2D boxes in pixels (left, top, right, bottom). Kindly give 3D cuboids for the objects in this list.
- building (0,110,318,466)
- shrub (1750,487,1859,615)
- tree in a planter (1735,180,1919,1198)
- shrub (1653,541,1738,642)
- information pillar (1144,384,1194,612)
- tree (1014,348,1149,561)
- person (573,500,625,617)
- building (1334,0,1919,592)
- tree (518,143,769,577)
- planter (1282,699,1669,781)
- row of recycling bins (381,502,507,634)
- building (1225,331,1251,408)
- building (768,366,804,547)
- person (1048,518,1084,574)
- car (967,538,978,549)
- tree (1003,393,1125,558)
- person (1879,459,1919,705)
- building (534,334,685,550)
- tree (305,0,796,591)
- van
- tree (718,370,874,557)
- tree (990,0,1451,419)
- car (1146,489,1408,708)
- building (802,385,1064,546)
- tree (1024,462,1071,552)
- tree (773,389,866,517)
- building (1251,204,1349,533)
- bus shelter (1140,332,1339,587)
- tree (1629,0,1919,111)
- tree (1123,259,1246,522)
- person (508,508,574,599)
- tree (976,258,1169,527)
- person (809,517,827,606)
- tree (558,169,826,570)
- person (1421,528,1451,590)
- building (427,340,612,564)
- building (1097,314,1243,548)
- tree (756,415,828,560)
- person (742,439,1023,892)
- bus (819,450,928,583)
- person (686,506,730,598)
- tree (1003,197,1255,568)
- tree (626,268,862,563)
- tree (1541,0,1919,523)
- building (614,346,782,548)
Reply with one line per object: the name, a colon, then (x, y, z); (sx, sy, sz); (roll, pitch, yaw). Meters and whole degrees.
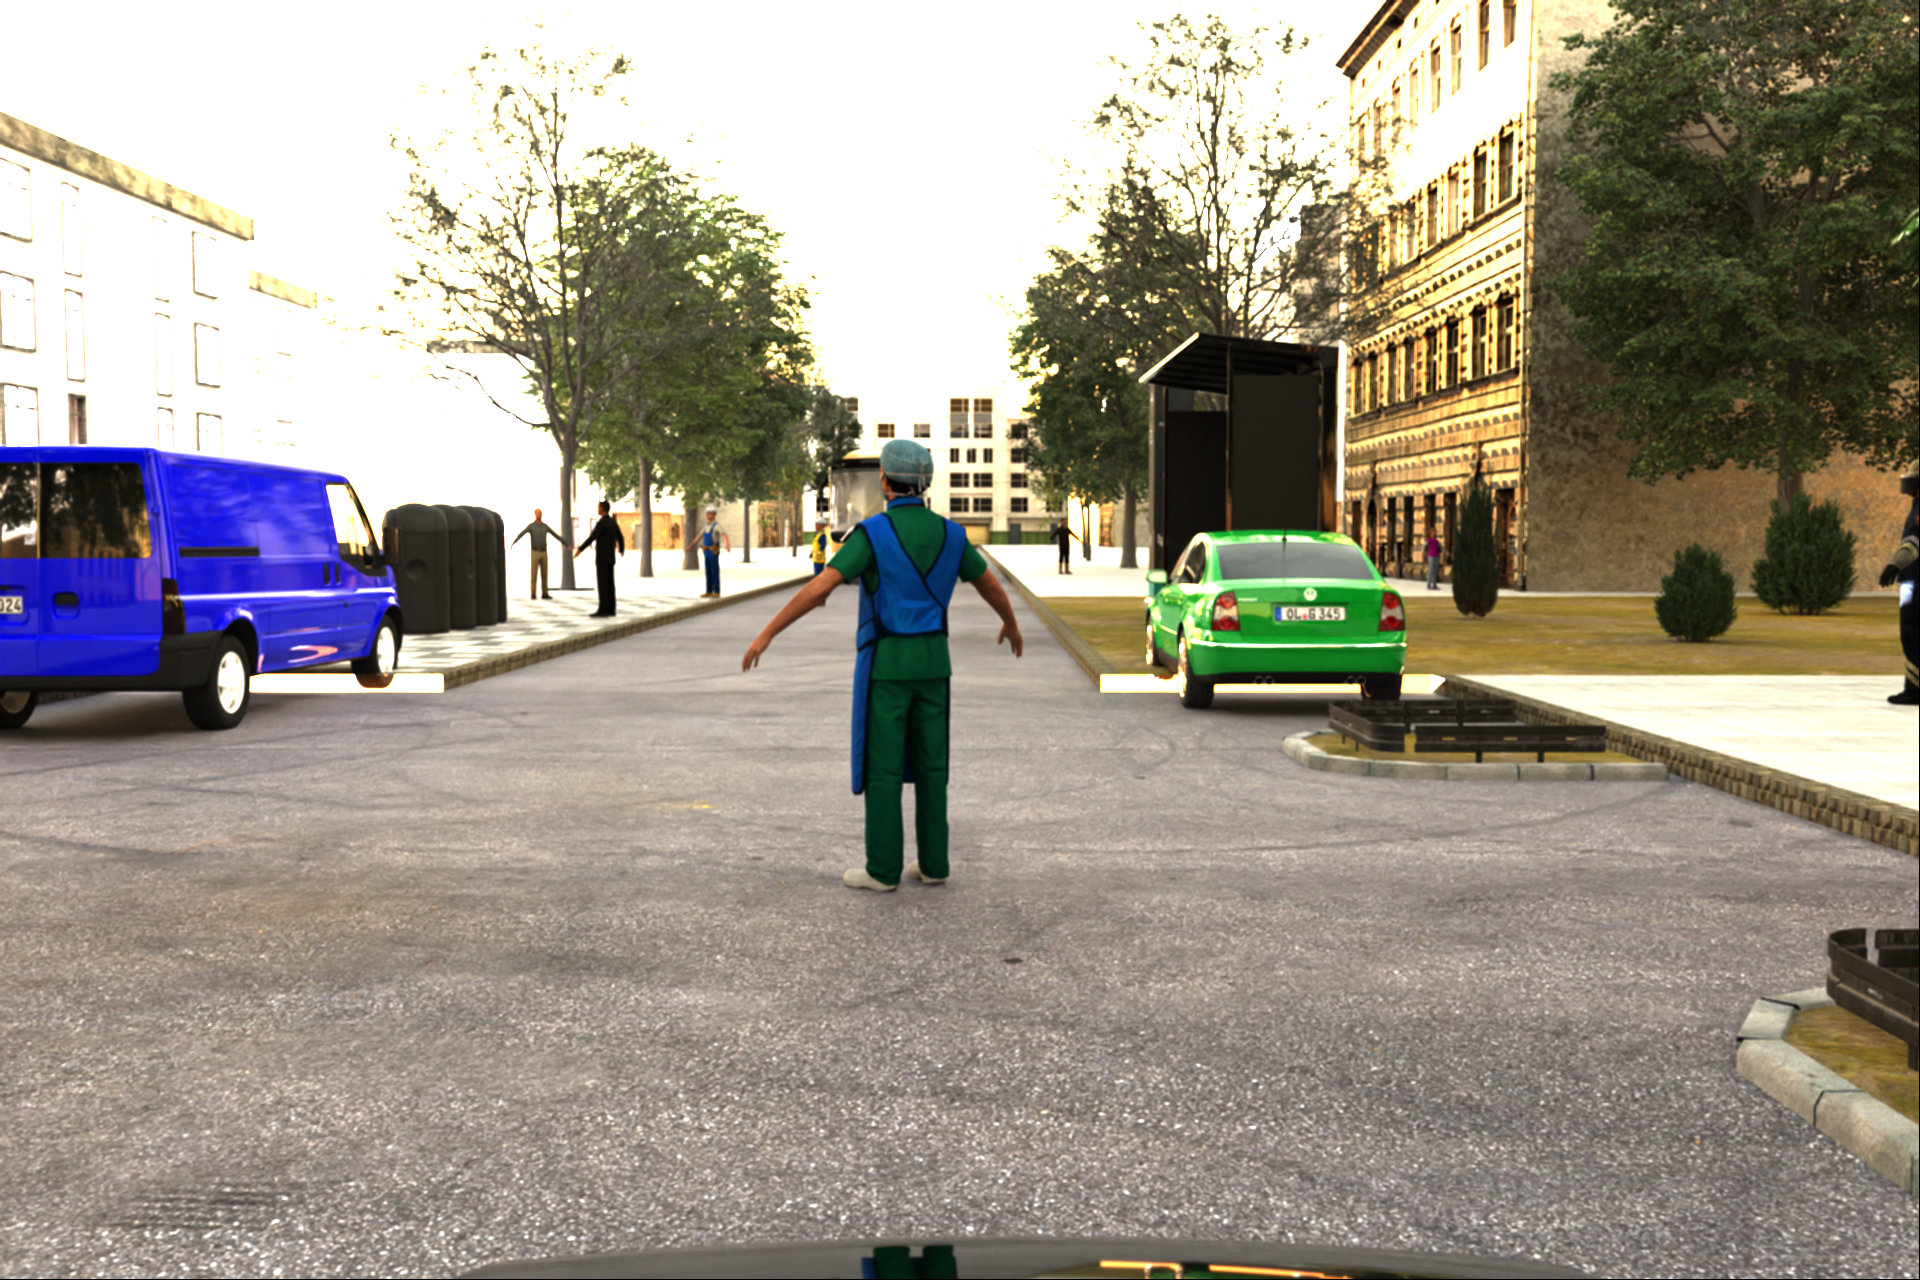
building: (-23.296, -6.371, 46.313); (9.099, 9.664, 28.070); (0, 4, 1)
shrub: (13.425, -1.415, 27.557); (1.690, 2.028, 1.600); (0, 3, 0)
tree in a planter: (3.057, -0.422, 4.127); (1.991, 3.239, 1.994); (0, 4, 0)
shrub: (8.768, -0.582, 20.633); (1.383, 1.207, 1.383); (0, 3, 0)
information pillar: (3.437, -2.378, 28.251); (0.750, 3.857, 0.750); (0, 4, -2)
tree: (6.341, -9.041, 82.225); (8.767, 10.594, 7.601); (3, 4, 38)
person: (-5.541, -1.266, 26.922); (0.704, 1.802, 1.346); (1, 4, 21)
building: (21.694, -13.194, 46.658); (19.493, 23.208, 18.063); (0, 3, 0)
tree: (-9.746, -8.146, 51.321); (7.486, 12.596, 7.792); (0, 3, 0)
planter: (3.121, 0.617, 11.051); (1.991, 0.319, 1.994); (0, 4, 0)
row of recycling bins: (-7.012, -1.023, 23.841); (1.069, 1.692, 3.534); (0, 4, 1)
building: (25.244, -18.374, 156.829); (16.016, 20.090, 11.380); (0, 4, 1)
building: (-26.582, -21.510, 182.616); (19.493, 23.208, 18.063); (0, 4, 0)
person: (3.370, -3.029, 55.669); (1.346, 1.812, 0.704); (-2, 4, -29)
car: (-0.257, -3.398, 68.140); (1.945, 1.354, 3.894); (0, 3, 0)
tree: (6.696, -9.679, 92.671); (8.767, 10.594, 7.601); (0, 4, -5)
person: (7.233, -0.442, 13.096); (0.704, 1.845, 1.351); (3, 5, 40)
building: (-28.500, -17.391, 140.767); (16.016, 20.090, 11.380); (0, 4, 1)
tree: (-8.977, -7.882, 39.246); (12.009, 13.543, 11.850); (0, 3, 0)
van: (-6.260, -0.609, 14.348); (2.240, 2.365, 5.245); (0, 4, 0)
tree: (-9.092, -9.804, 94.711); (8.767, 10.594, 7.601); (-1, 4, -9)
tree: (5.722, -7.757, 37.195); (12.009, 13.543, 11.850); (0, 3, 0)
car: (2.721, -0.418, 15.624); (1.959, 1.807, 4.718); (0, 4, 0)
building: (-3.451, -21.000, 212.263); (31.486, 18.905, 16.747); (0, 4, -4)
tree: (6.766, -10.411, 120.577); (4.737, 8.622, 4.395); (0, 3, 0)
tree: (-8.657, -10.773, 110.547); (7.601, 10.594, 8.767); (-1, 4, -11)
building: (22.078, -14.906, 100.128); (16.016, 20.090, 11.380); (0, 3, 0)
bus shelter: (3.611, -1.959, 23.316); (1.731, 3.624, 6.357); (0, 4, 0)
tree: (9.239, -6.223, 12.110); (12.009, 13.543, 11.850); (0, 3, 0)
tree: (6.082, -5.910, 46.986); (4.360, 8.622, 3.978); (0, 3, 0)
person: (-8.277, -1.702, 34.097); (1.348, 1.796, 0.705); (-2, 4, -35)
tree: (7.100, -15.392, 107.550); (12.611, 20.169, 13.585); (0, 3, 0)
person: (-2.870, -1.563, 34.476); (0.721, 1.772, 1.216); (-1, 4, -12)
tree: (-9.561, -9.487, 61.765); (9.857, 13.997, 8.962); (0, 3, 0)
person: (10.919, -1.867, 39.791); (0.991, 1.433, 0.599); (-2, 4, -35)
building: (-22.335, -8.982, 89.002); (9.099, 9.664, 28.070); (0, 4, 0)
building: (23.875, -20.952, 173.490); (19.493, 23.208, 18.063); (0, 3, 0)
tree: (-8.727, -8.367, 87.167); (4.737, 8.622, 4.395); (0, 3, 0)
person: (-0.245, 0.094, 7.050); (1.347, 1.817, 0.704); (-2, 4, -35)
bus: (-2.422, -3.825, 54.084); (2.896, 3.916, 12.252); (0, 4, 0)
person: (-5.032, -1.781, 34.976); (1.347, 1.847, 0.705); (3, 5, 43)
tree: (6.412, -9.692, 65.124); (9.857, 13.997, 8.962); (0, 3, 0)
tree: (-9.433, -10.172, 76.690); (12.009, 13.543, 11.850); (0, 3, 0)
tree: (15.942, -7.732, 33.081); (9.857, 13.997, 8.962); (0, 3, 0)
building: (-27.266, -20.361, 163.837); (19.493, 23.208, 18.063); (0, 3, 0)
